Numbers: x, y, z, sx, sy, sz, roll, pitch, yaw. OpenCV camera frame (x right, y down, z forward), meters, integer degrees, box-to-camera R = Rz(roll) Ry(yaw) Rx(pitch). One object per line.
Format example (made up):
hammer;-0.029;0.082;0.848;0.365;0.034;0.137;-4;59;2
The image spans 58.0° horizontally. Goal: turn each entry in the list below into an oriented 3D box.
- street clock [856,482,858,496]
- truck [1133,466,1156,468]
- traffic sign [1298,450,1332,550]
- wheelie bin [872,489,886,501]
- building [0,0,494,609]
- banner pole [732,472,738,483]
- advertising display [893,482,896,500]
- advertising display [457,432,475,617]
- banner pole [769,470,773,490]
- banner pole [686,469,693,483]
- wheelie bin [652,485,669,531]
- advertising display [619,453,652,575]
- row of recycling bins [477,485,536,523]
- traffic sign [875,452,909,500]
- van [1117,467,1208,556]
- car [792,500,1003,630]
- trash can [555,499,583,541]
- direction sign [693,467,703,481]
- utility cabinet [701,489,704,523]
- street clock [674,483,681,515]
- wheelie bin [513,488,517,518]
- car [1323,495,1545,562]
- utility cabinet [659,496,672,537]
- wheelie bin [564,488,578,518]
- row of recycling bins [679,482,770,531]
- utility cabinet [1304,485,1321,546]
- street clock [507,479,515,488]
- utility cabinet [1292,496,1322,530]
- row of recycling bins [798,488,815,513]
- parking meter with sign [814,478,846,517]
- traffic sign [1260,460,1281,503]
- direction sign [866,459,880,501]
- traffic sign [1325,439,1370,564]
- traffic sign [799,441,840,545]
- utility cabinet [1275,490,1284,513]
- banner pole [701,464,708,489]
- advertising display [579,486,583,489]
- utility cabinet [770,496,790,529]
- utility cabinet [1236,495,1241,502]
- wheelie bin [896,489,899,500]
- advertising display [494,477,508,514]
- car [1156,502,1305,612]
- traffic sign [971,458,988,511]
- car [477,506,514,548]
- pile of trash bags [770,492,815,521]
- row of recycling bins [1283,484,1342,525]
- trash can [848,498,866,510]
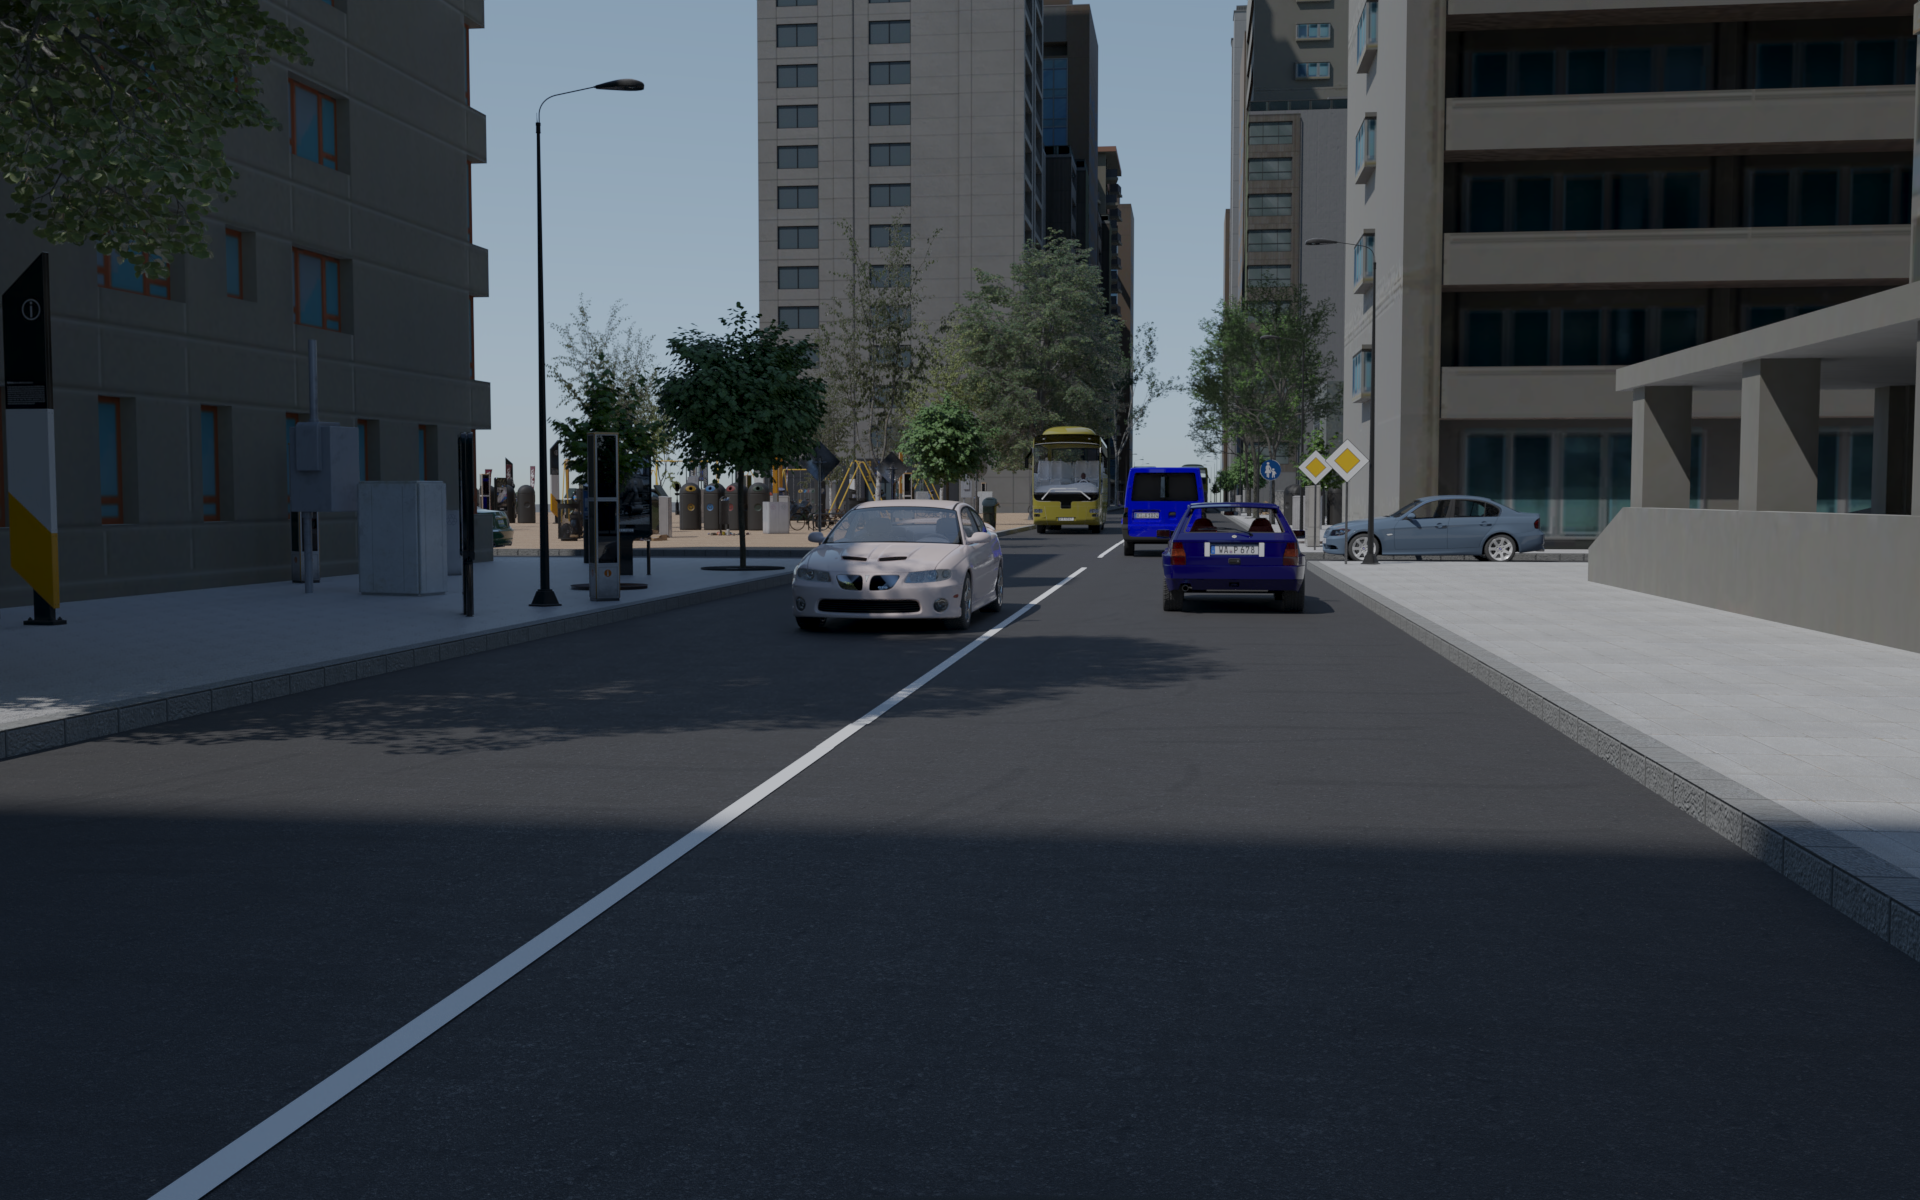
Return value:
street clock;-6.270;-6.087;104.095;0.358;2.002;0.471;-1;4;-9
truck;18.502;-11.229;173.357;2.967;4.110;18.799;0;4;6
traffic sign;8.100;-2.192;39.490;0.795;2.450;0.064;0;4;8
wheelie bin;-5.417;-6.659;116.777;0.980;1.594;0.693;-3;4;-36
building;-25.064;-10.742;20.678;28.899;21.520;27.650;0;4;8
banner pole;-13.444;-6.971;103.990;0.863;3.779;0.401;-1;4;-19
advertising display;-3.043;-4.581;80.107;0.123;1.923;0.974;0;4;1
advertising display;-5.262;-0.811;18.467;0.123;1.923;0.974;-1;4;-18
banner pole;-11.514;-7.095;106.019;0.863;3.779;0.401;3;4;37
banner pole;-16.875;-7.232;108.265;0.863;3.779;0.401;0;4;6
wheelie bin;-10.271;-3.111;58.770;0.693;1.594;0.980;1;4;12
advertising display;-5.349;-1.351;27.297;0.974;1.923;0.123;-1;4;-15
row of recycling bins;-20.329;-4.225;76.189;3.534;1.692;1.069;1;4;13
traffic sign;-1.606;-2.273;40.798;0.795;2.450;0.064;0;4;8
van;4.889;-2.280;41.664;2.240;2.365;5.245;0;4;6
car;-0.603;-0.460;19.886;2.083;1.381;4.827;1;4;8
trash can;-10.679;-2.181;47.309;0.748;1.137;0.748;0;3;0
direction sign;-16.154;-7.028;106.907;0.876;3.537;0.379;3;4;36
utility cabinet;-11.170;-4.129;76.193;1.173;1.500;0.318;-3;4;-39
street clock;-17.374;-6.227;106.381;0.471;2.002;0.358;-3;5;-42
wheelie bin;-23.919;-5.123;91.671;0.980;1.594;0.693;-3;5;-44
car;9.918;-1.494;36.437;4.499;1.417;2.014;0;4;6
utility cabinet;-8.728;-2.461;51.397;0.306;1.237;1.020;0;4;-4
wheelie bin;-20.207;-5.041;90.324;0.980;1.594;0.693;3;5;39
row of recycling bins;-8.335;-3.317;61.344;3.534;1.692;1.069;1;4;20
utility cabinet;8.629;-2.066;42.465;0.318;1.500;1.173;0;4;8
street clock;-21.401;-4.766;82.498;0.358;2.002;0.471;0;4;-2
utility cabinet;12.575;-3.154;62.734;1.020;1.237;0.306;2;4;27
row of recycling bins;-9.873;-6.601;115.043;1.069;1.692;3.534;-2;4;-24
parking meter with sign;-7.147;-6.060;95.336;1.738;3.016;0.543;0;4;-6
traffic sign;11.467;-3.907;63.985;0.768;2.556;0.104;1;4;15
direction sign;-5.641;-7.362;112.363;0.876;3.537;0.379;0;4;8
traffic sign;7.046;-1.708;31.574;0.795;2.450;0.064;0;4;8
traffic sign;-2.660;-1.788;32.882;0.795;2.450;0.064;0;4;8
utility cabinet;19.405;-5.815;103.759;1.173;1.500;0.318;2;4;28
banner pole;-13.774;-6.308;93.149;0.401;3.779;0.863;2;4;28
advertising display;-18.552;-4.952;86.185;0.974;1.923;0.123;2;4;29
utility cabinet;-6.847;-3.252;64.327;1.020;1.237;0.306;0;4;5
utility cabinet;16.370;-5.547;101.855;0.306;1.237;1.020;1;4;12
wheelie bin;-3.500;-5.869;103.859;0.980;1.594;0.693;0;4;-7
advertising display;-17.796;-3.787;67.127;0.123;1.923;0.974;1;4;9
car;3.508;-0.601;22.414;1.945;1.354;3.894;0;4;8
traffic sign;0.540;-3.525;57.732;0.768;2.556;0.104;1;4;14
car;-12.514;-1.650;38.778;4.920;1.459;2.131;0;4;6
pile of trash bags;-8.579;-4.558;84.281;1.912;1.369;3.447;-3;5;-41
row of recycling bins;15.090;-3.927;71.315;3.534;1.692;1.069;-1;4;-9
trash can;-4.004;-3.416;67.497;0.748;1.137;0.748;0;3;0
